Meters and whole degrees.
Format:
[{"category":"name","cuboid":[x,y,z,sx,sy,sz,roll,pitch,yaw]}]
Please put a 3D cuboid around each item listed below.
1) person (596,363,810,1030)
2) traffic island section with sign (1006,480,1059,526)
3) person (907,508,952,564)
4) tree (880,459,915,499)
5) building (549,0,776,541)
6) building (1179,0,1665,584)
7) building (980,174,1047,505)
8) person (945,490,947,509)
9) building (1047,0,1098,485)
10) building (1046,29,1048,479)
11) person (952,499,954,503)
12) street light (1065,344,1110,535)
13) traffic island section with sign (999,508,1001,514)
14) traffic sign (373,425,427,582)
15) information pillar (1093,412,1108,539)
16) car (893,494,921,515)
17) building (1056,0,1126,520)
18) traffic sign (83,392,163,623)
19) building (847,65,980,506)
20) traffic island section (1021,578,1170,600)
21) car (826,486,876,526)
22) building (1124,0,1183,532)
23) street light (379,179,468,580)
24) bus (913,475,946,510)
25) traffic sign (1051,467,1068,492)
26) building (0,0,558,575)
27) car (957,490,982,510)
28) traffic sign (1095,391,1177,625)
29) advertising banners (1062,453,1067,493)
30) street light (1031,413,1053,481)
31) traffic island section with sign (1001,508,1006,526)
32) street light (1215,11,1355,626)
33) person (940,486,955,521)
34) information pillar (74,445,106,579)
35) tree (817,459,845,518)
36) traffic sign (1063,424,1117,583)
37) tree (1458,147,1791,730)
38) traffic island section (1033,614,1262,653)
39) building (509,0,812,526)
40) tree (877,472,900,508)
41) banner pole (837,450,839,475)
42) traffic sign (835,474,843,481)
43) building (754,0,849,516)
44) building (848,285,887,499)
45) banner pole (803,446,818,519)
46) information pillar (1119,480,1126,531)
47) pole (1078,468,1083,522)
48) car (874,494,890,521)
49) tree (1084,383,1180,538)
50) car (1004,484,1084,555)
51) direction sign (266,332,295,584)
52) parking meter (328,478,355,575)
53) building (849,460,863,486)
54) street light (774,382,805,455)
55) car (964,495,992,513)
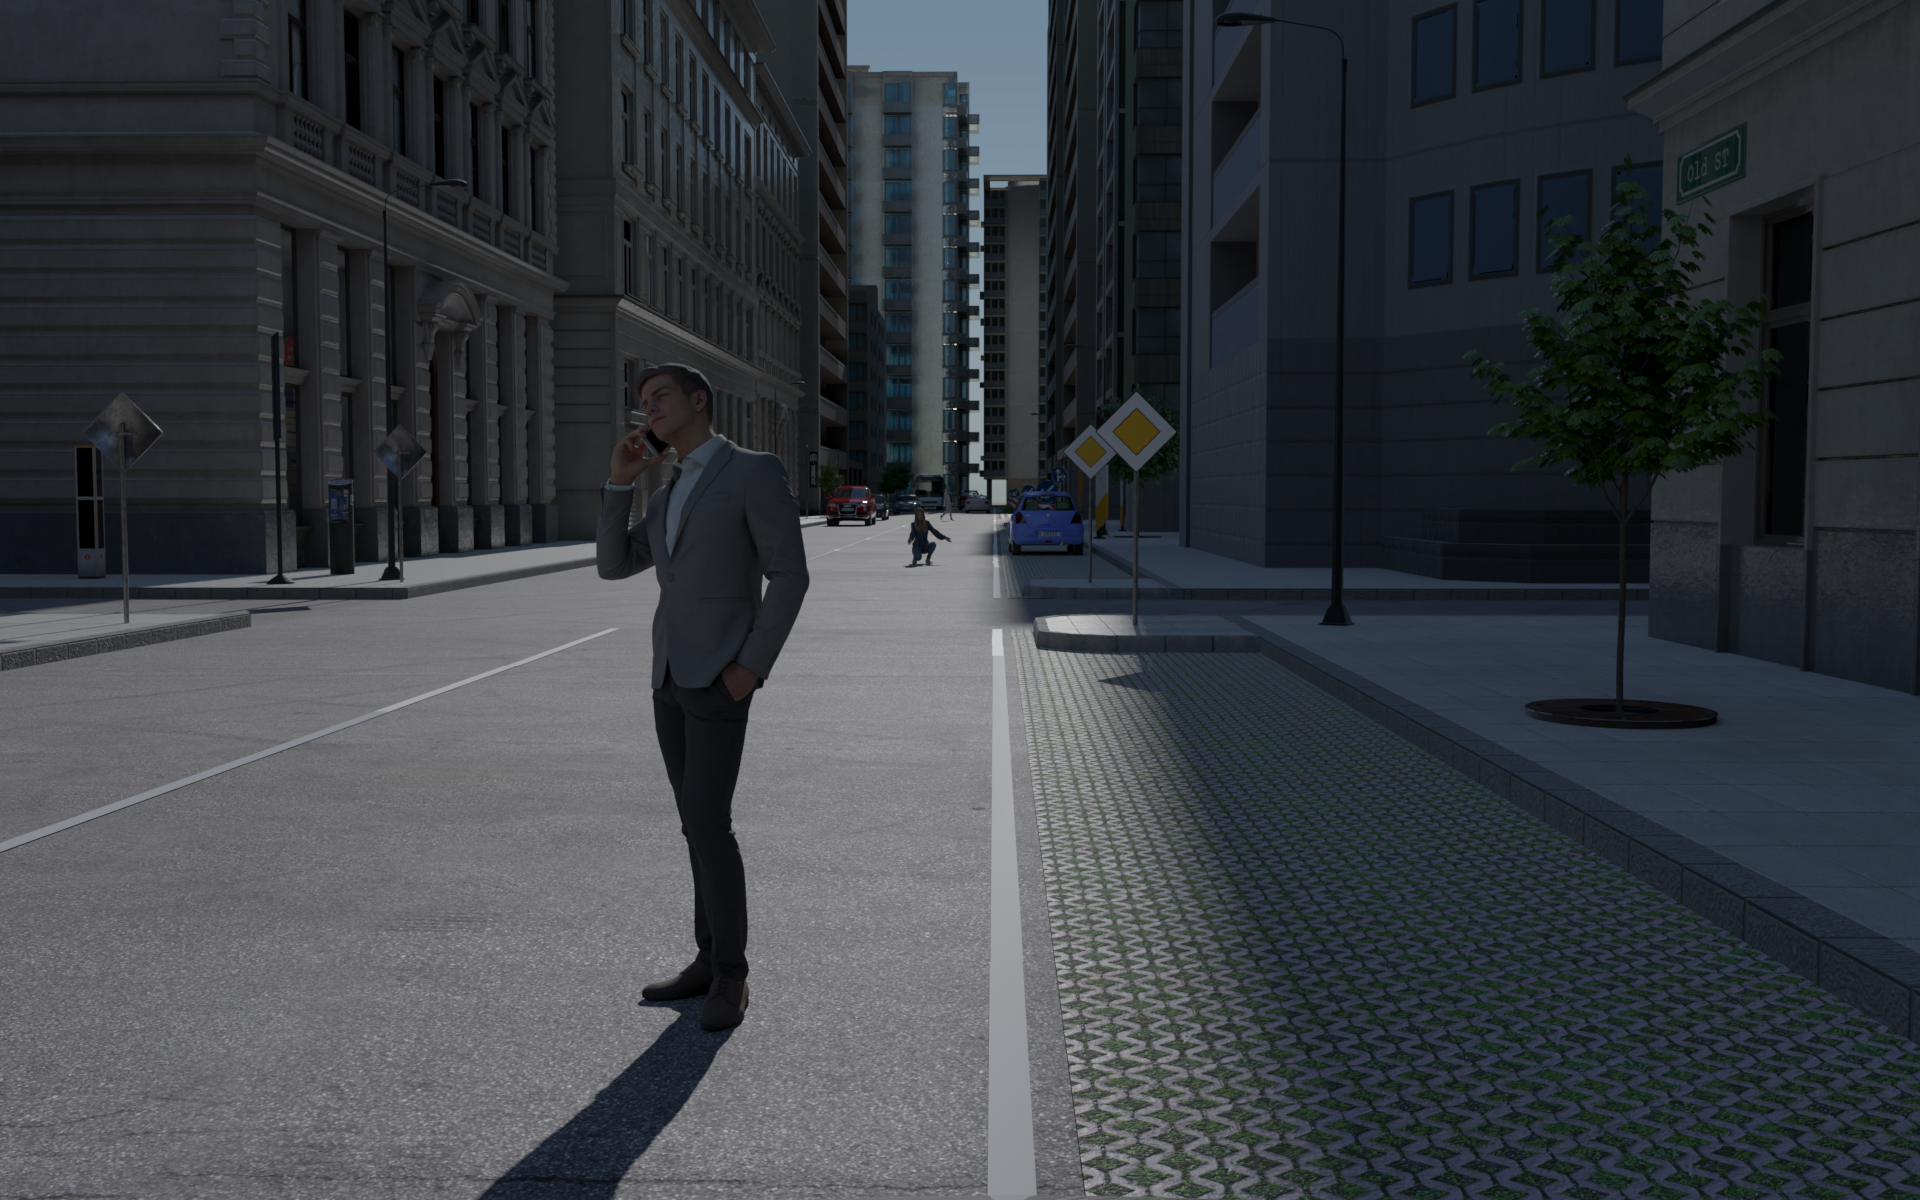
[{"category":"person","cuboid":[-0.729,0.234,4.850,0.473,1.802,0.592,-2,4,-32]},{"category":"traffic island section with sign","cuboid":[2.400,-2.542,50.194,1.989,1.847,2.006,0,4,1]},{"category":"person","cuboid":[-0.672,-1.326,35.680,1.012,1.151,0.738,-1,4,-14]},{"category":"tree","cuboid":[-5.890,-11.016,163.821,4.285,4.588,4.351,0,3,0]},{"category":"building","cuboid":[-16.348,-13.938,61.166,16.112,22.955,30.059,0,4,1]},{"category":"building","cuboid":[19.370,-29.998,32.460,28.212,58.520,21.231,0,4,1]},{"category":"building","cuboid":[14.305,-31.049,199.524,23.993,40.220,32.217,0,4,1]},{"category":"person","cuboid":[-1.302,-9.999,171.981,0.705,1.824,1.348,2,4,27]},{"category":"building","cuboid":[17.736,-31.190,133.665,21.300,48.544,21.600,0,4,1]},{"category":"building","cuboid":[15.719,-31.603,166.820,14.600,45.320,14.200,0,4,1]},{"category":"person","cuboid":[-0.908,-8.211,146.004,1.065,1.426,0.557,3,5,40]},{"category":"street light","cuboid":[3.948,-4.971,53.822,1.470,5.913,1.316,0,4,1]},{"category":"traffic island section with sign","cuboid":[3.925,-7.223,126.722,1.989,1.847,2.006,0,4,1]},{"category":"traffic sign","cuboid":[-8.117,-1.314,25.128,0.795,2.450,0.064,0,4,1]},{"category":"information pillar","cuboid":[4.034,-3.546,49.326,0.183,3.616,0.504,-2,4,-34]},{"category":"car","cuboid":[-3.740,-6.784,122.921,2.014,1.417,4.499,0,4,3]},{"category":"building","cuboid":[15.644,-39.748,88.127,20.563,71.187,20.611,0,4,1]},{"category":"traffic sign","cuboid":[-8.275,-0.826,17.144,0.795,2.450,0.064,0,4,1]},{"category":"building","cuboid":[-12.991,-35.275,196.361,30.456,49.044,23.786,0,4,1]},{"category":"traffic island section","cuboid":[1.898,-0.166,24.987,2.009,0.180,2.903,0,4,1]},{"category":"car","cuboid":[-4.969,-4.341,79.647,2.281,1.827,5.304,0,4,1]},{"category":"building","cuboid":[12.993,-17.884,64.105,14.160,30.474,14.107,0,4,1]},{"category":"street light","cuboid":[-7.964,-3.253,25.734,1.470,5.913,1.316,0,4,1]},{"category":"bus","cuboid":[-2.749,-9.966,157.803,2.948,3.499,13.247,0,4,-1]},{"category":"traffic sign","cuboid":[4.724,-5.024,82.248,0.768,2.556,0.104,1,4,9]},{"category":"building","cuboid":[-15.644,-12.679,36.177,11.050,23.489,19.941,0,4,1]},{"category":"car","cuboid":[0.891,-9.085,157.220,2.281,1.827,5.304,0,4,2]},{"category":"traffic sign","cuboid":[1.717,-0.812,16.927,0.795,2.450,0.064,0,4,1]},{"category":"advertising banners","cuboid":[4.456,-4.748,73.815,0.090,3.025,2.074,0,4,-1]},{"category":"street light","cuboid":[4.754,-7.751,99.272,1.470,5.913,1.316,0,4,1]},{"category":"traffic island section with sign","cuboid":[2.941,-4.191,77.144,1.989,1.847,2.006,0,4,1]},{"category":"street light","cuboid":[3.161,-2.710,16.849,1.470,5.913,1.316,0,4,1]},{"category":"person","cuboid":[-0.685,-5.190,93.232,0.818,1.842,0.514,1,4,15]},{"category":"information pillar","cuboid":[-13.165,-1.328,26.212,0.304,2.012,0.304,0,4,-5]},{"category":"tree","cuboid":[-7.037,-6.111,94.521,1.663,3.219,1.824,0,3,0]},{"category":"traffic sign","cuboid":[1.874,-1.301,24.910,0.795,2.450,0.064,0,4,1]},{"category":"tree","cuboid":[3.651,-0.931,9.829,1.663,3.219,1.824,0,3,0]},{"category":"traffic island section","cuboid":[1.740,0.323,17.004,2.009,0.180,2.903,0,4,1]},{"category":"building","cuboid":[-13.867,-15.735,86.150,11.050,23.489,19.941,0,4,1]},{"category":"tree","cuboid":[-6.357,-9.927,156.902,1.663,3.219,1.824,0,3,0]},{"category":"banner pole","cuboid":[-6.953,-6.644,98.646,0.401,3.779,0.863,0,4,2]},{"category":"traffic sign","cuboid":[-6.820,-5.791,95.864,0.795,2.450,0.064,0,4,2]},{"category":"building","cuboid":[-18.716,-29.801,110.941,21.300,48.544,21.600,0,4,1]},{"category":"building","cuboid":[-22.142,-19.367,161.687,28.899,21.520,27.650,0,4,1]},{"category":"banner pole","cuboid":[-7.740,-6.103,89.805,0.863,3.779,0.401,1,4,23]},{"category":"information pillar","cuboid":[5.635,-4.186,59.790,0.183,3.616,0.504,1,4,20]},{"category":"pole","cuboid":[4.999,-4.771,71.847,0.158,3.312,0.155,0,3,0]},{"category":"car","cuboid":[-4.822,-5.197,94.754,2.009,1.686,4.222,0,4,1]},{"category":"tree","cuboid":[5.237,-4.137,51.361,4.285,4.588,4.351,0,3,0]},{"category":"car","cuboid":[2.026,-1.952,41.508,1.945,1.707,3.694,0,4,0]},{"category":"direction sign","cuboid":[-9.718,-1.998,24.667,0.379,3.537,0.876,-2,4,-26]},{"category":"parking meter","cuboid":[-9.888,-1.179,27.686,0.372,1.533,0.369,0,3,0]},{"category":"building","cuboid":[-18.016,-42.390,131.330,20.563,71.187,20.611,0,4,1]},{"category":"street light","cuboid":[-7.106,-6.069,71.762,1.470,5.913,1.316,0,4,1]},{"category":"car","cuboid":[1.339,-7.169,129.578,2.083,1.381,4.827,0,4,1]}]
